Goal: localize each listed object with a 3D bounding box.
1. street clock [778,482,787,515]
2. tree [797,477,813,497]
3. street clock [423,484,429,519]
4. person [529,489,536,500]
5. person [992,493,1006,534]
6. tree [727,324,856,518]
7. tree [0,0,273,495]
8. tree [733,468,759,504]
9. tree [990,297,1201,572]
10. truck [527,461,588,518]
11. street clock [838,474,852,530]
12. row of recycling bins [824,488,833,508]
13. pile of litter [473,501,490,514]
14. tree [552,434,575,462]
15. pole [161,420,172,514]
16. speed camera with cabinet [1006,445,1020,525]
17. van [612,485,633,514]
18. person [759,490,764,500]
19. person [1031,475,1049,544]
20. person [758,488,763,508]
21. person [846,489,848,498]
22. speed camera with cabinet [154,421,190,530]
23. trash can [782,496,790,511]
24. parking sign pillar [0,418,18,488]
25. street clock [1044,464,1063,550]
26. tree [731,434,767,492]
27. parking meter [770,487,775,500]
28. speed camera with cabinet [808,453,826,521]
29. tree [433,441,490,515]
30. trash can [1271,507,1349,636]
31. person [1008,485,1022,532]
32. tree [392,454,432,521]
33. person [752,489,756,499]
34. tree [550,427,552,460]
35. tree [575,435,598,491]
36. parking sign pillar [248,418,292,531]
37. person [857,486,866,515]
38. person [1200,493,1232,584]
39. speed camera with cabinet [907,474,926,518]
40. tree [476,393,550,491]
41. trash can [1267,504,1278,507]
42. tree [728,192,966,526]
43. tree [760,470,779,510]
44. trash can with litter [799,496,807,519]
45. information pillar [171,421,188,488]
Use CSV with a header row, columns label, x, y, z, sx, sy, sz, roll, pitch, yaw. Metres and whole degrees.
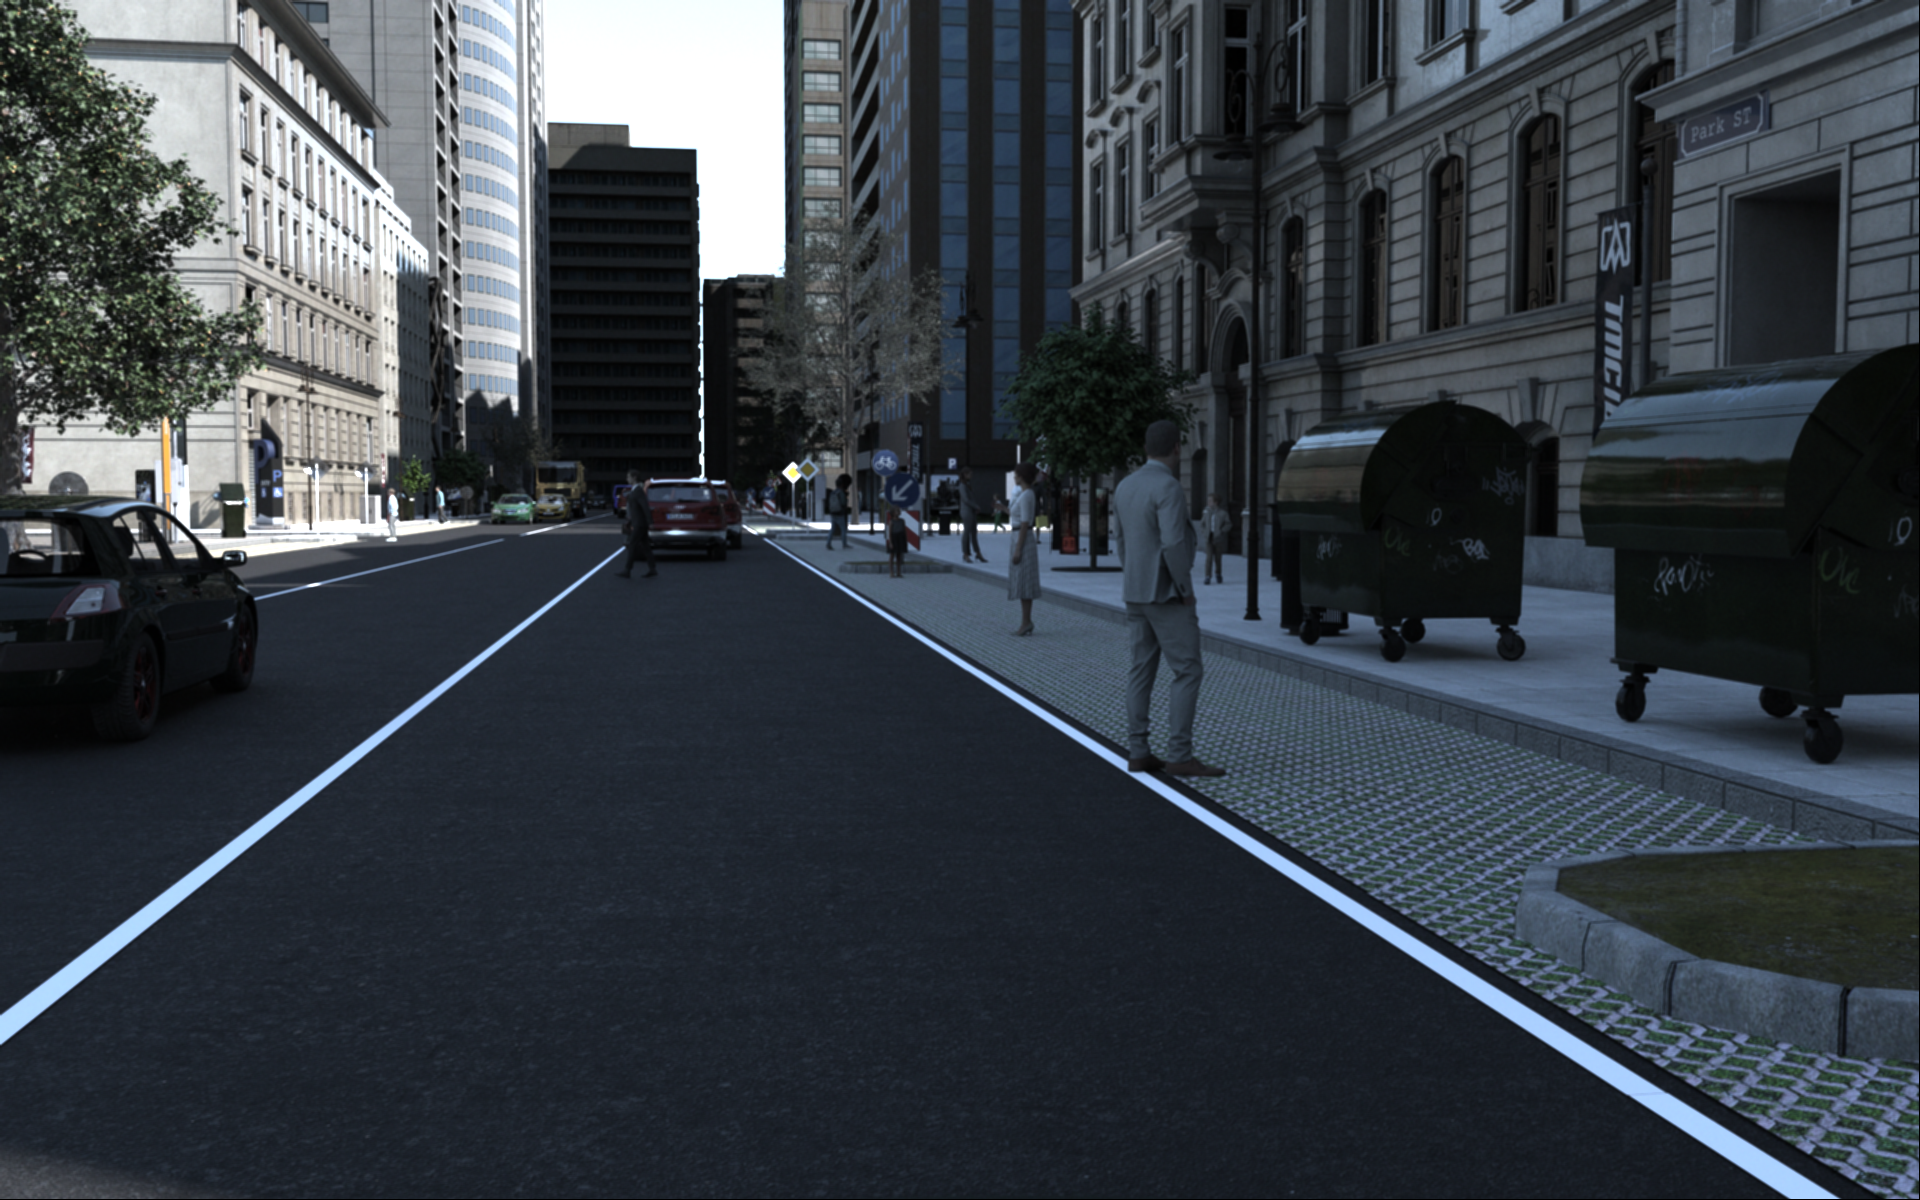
label,x,y,z,sx,sy,sz,roll,pitch,yaw
street clock,-12.345,-7.060,119.996,0.471,2.002,0.358,1,4,15
tree,-9.263,-6.673,103.705,1.663,3.219,1.824,0,3,0
street clock,-27.531,-5.183,89.305,0.358,2.002,0.471,-2,4,-35
person,-41.373,-9.843,167.705,0.721,1.736,1.217,-3,5,-40
person,1.257,-2.816,56.332,0.590,1.304,0.306,-2,4,-28
tree,-9.111,-9.738,93.626,7.601,10.594,8.767,0,4,-3
tree,-20.288,-7.330,36.860,9.611,12.733,9.660,0,3,0
tree,-25.436,-13.568,205.550,4.285,4.588,4.351,0,3,0
tree,2.179,-2.774,29.068,4.285,4.588,4.351,0,3,0
truck,-24.032,-6.635,104.398,3.469,3.379,9.791,-1,4,-10
street clock,-4.124,-3.510,61.961,0.471,2.002,0.358,-2,4,-24
row of recycling bins,-9.204,-6.875,119.523,1.069,1.692,3.534,0,4,-6
pile of litter,-33.875,-6.765,124.578,1.719,0.858,1.176,3,4,38
tree,-36.667,-12.283,151.189,4.360,8.622,3.978,0,3,0
pole,-20.163,-3.068,44.005,0.158,3.312,0.155,0,3,0
speed camera with cabinet,2.294,-4.684,70.916,0.660,3.252,2.038,1,4,10
van,-23.732,-7.301,123.753,2.240,2.365,5.245,-1,4,-8
person,-21.539,-11.160,189.226,1.217,1.735,0.721,-3,5,-42
person,1.898,-2.377,45.123,0.699,1.804,1.509,0,4,-4
person,-18.669,-9.555,162.248,0.705,1.826,1.348,-1,4,-22
person,-9.327,-8.140,139.963,0.721,1.723,1.217,-2,4,-31
speed camera with cabinet,-20.825,-3.145,45.752,0.660,3.252,2.038,-1,4,-17
trash can,-12.986,-7.168,128.844,0.748,1.137,0.748,0,3,0
parking sign pillar,-27.064,-3.667,48.428,1.447,3.967,1.447,2,4,34
street clock,2.221,-2.151,39.737,0.358,2.002,0.471,1,4,19
tree,-23.466,-14.906,194.069,4.360,8.622,3.978,0,3,0
parking meter,-14.481,-7.814,133.462,0.399,1.863,0.255,2,4,24
speed camera with cabinet,-6.910,-5.453,83.500,0.660,3.252,2.038,-1,4,-14
tree,-31.039,-7.592,107.841,4.285,4.588,4.351,0,3,0
trash can,3.236,-0.253,15.788,0.748,1.137,0.748,0,3,0
person,1.457,-2.147,41.364,0.641,1.798,0.478,-1,4,-22
tree,-26.280,-5.449,83.692,1.663,3.219,1.824,0,3,0
person,-18.611,-9.118,155.565,0.568,1.767,0.683,1,4,16
tree,-35.367,-11.487,138.181,4.360,8.622,3.978,0,3,0
tree,-46.140,-15.870,209.838,4.360,8.622,3.978,0,3,0
parking sign pillar,-24.452,-4.452,61.266,1.447,3.967,1.447,3,5,42
person,-6.119,-6.039,105.130,0.721,1.781,0.623,3,4,36
person,3.654,-0.882,24.743,0.475,1.303,0.640,1,4,16
speed camera with cabinet,-2.167,-5.166,78.793,0.660,3.252,2.038,-1,4,-21
tree,-33.349,-10.805,127.025,4.360,8.622,3.978,0,3,0
trash can,4.913,-0.852,25.591,0.748,1.137,0.748,0,3,0
tree,-4.390,-9.807,70.710,12.009,13.543,11.850,0,3,0
tree,-15.424,-8.935,140.690,1.663,3.219,1.824,0,3,0
trash can with litter,-7.528,-4.625,87.001,1.055,1.170,0.624,-1,4,-23
information pillar,-22.360,-3.566,49.657,0.504,3.616,0.183,1,4,17
